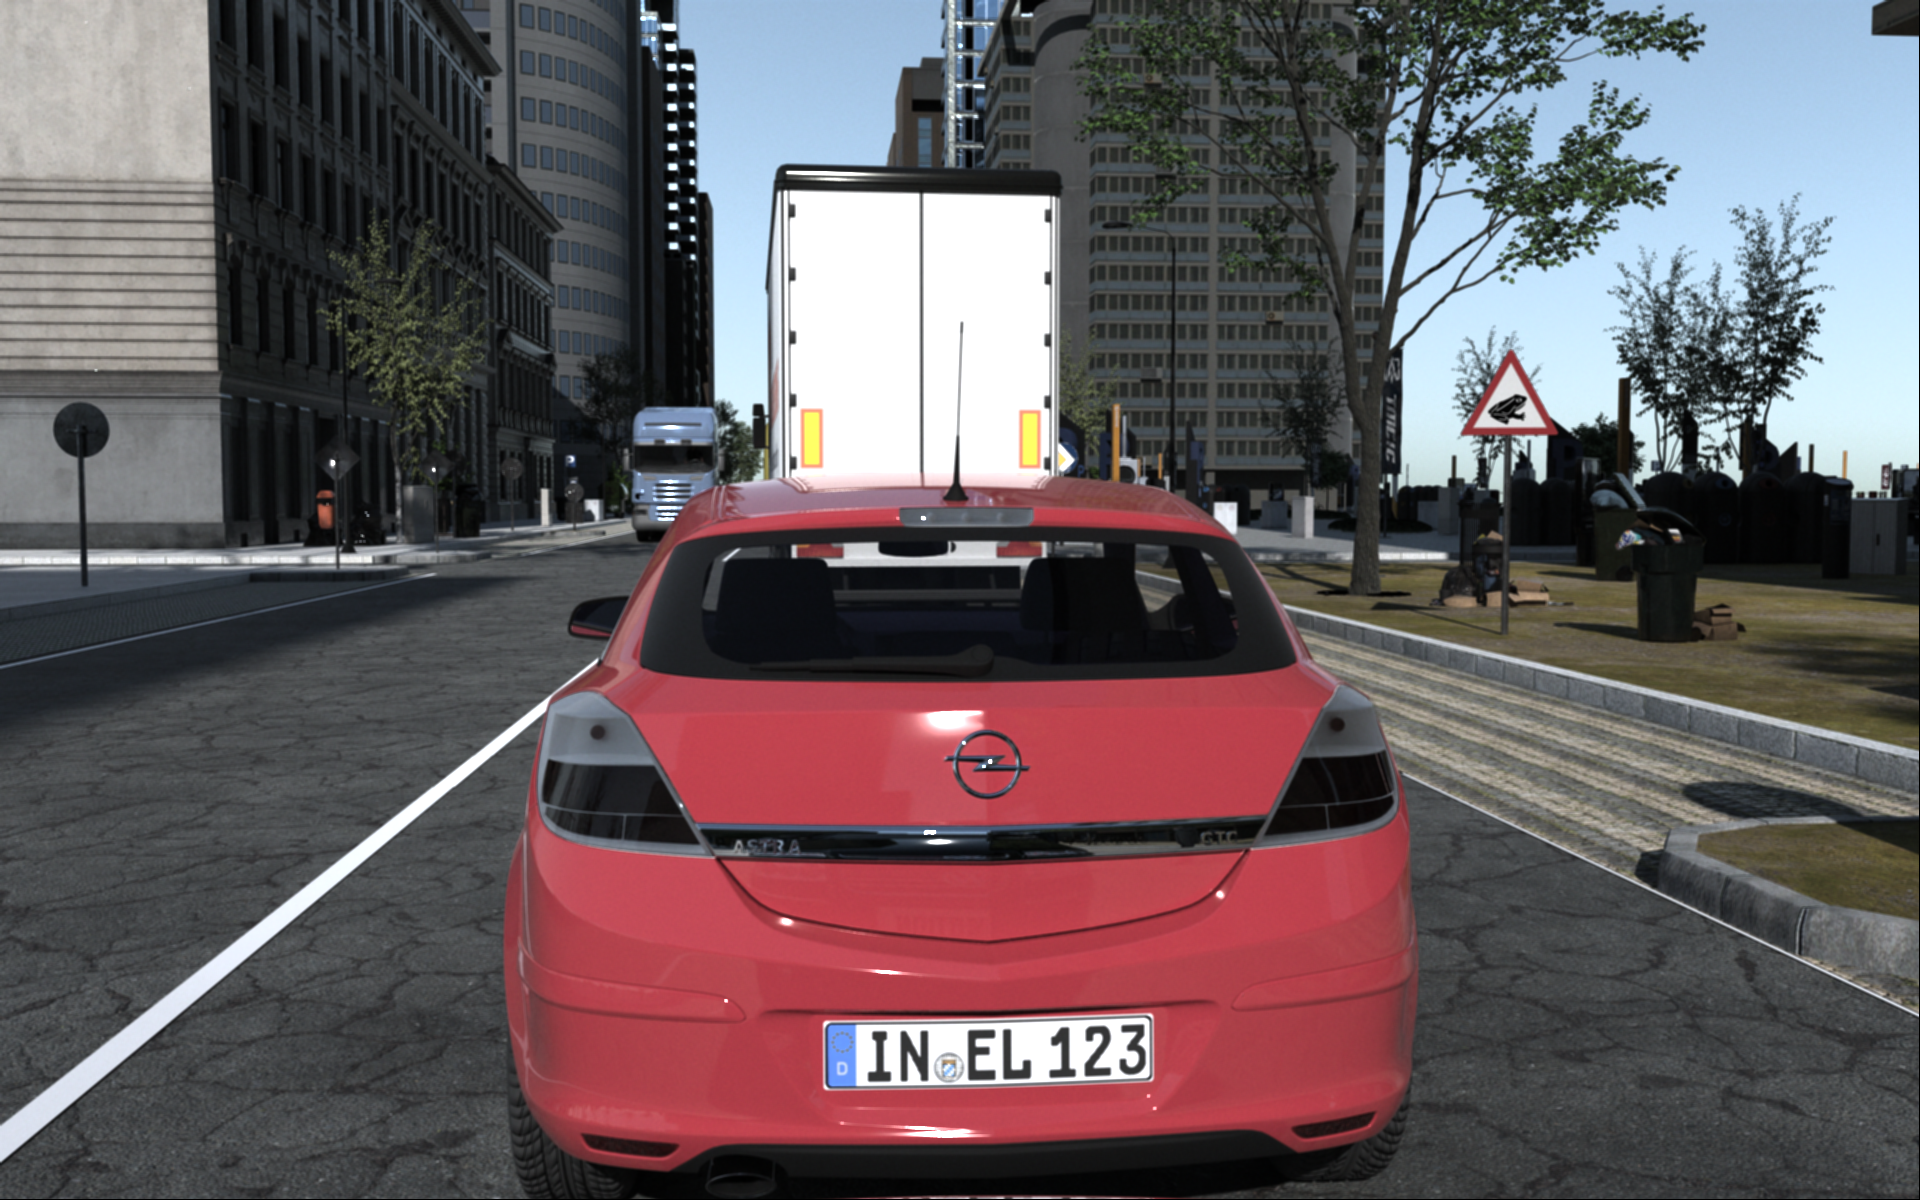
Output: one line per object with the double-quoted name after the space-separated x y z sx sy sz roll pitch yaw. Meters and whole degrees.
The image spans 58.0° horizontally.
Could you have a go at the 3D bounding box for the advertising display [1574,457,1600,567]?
11.148 -1.565 30.799 0.123 1.923 0.974 3 4 38 "advertising display"

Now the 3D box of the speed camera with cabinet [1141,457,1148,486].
9.370 -6.027 92.878 0.660 3.252 2.038 -1 4 -23 "speed camera with cabinet"

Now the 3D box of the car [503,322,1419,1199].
-0.117 0.245 5.041 2.155 1.783 4.494 0 4 -4 "car"

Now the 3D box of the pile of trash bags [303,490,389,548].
-15.303 -2.021 42.801 1.912 1.369 3.447 0 4 -8 "pile of trash bags"

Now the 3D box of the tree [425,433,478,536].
-15.959 -3.600 53.463 1.663 3.219 1.824 0 3 0 "tree"

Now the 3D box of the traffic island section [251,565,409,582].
-10.629 -0.444 29.540 2.009 0.180 2.903 0 4 -5 "traffic island section"

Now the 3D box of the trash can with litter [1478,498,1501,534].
16.846 -2.681 55.225 0.624 1.170 1.055 2 4 25 "trash can with litter"

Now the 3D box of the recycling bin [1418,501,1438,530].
16.834 -3.014 61.838 0.722 1.027 0.722 -3 5 -44 "recycling bin"

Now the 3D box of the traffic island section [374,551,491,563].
-11.334 -0.930 37.494 2.009 0.180 2.903 0 4 -5 "traffic island section"

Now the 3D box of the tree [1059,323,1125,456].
4.990 -7.645 75.350 4.737 8.622 4.395 0 3 0 "tree"

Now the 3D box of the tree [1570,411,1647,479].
25.406 -5.205 68.810 4.285 4.588 4.351 0 3 0 "tree"

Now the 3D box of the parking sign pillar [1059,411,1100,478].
2.974 -3.782 50.307 1.447 3.967 1.447 3 4 37 "parking sign pillar"

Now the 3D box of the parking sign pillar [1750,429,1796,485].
31.375 -4.842 67.632 1.447 3.967 1.447 -1 4 -14 "parking sign pillar"

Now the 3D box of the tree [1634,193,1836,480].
19.639 -5.664 42.976 4.360 8.622 3.978 0 3 0 "tree"

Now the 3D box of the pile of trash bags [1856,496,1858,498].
34.219 -3.404 65.416 3.447 1.369 1.912 0 4 -5 "pile of trash bags"

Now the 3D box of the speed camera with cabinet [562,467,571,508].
-20.981 -6.046 93.194 0.660 3.252 2.038 -1 4 -19 "speed camera with cabinet"

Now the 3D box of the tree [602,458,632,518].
-18.664 -6.018 92.988 1.663 3.219 1.824 0 3 0 "tree"

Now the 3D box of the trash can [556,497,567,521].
-19.178 -4.412 83.787 0.748 1.137 0.748 0 3 0 "trash can"

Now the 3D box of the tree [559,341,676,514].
-20.264 -10.402 104.492 8.767 10.594 7.601 1 4 18 "tree"

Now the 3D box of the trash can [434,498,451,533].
-17.028 -2.755 56.695 0.748 1.137 0.748 0 3 0 "trash can"

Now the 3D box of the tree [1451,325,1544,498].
23.579 -7.728 76.720 4.360 8.622 3.978 0 3 0 "tree"

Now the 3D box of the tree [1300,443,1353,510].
23.265 -7.724 110.008 4.285 4.588 4.351 0 3 0 "tree"

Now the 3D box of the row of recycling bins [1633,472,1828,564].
14.394 -1.529 32.115 3.534 1.692 1.069 0 4 -6 "row of recycling bins"

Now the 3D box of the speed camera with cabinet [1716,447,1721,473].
31.830 -4.840 73.475 0.660 3.252 2.038 1 4 16 "speed camera with cabinet"

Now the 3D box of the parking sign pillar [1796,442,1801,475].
43.141 -6.224 90.233 1.447 3.967 1.447 -1 4 -18 "parking sign pillar"

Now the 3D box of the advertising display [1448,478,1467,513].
19.949 -3.942 69.663 0.974 1.923 0.123 -3 5 -40 "advertising display"

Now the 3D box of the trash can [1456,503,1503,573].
8.467 -1.014 28.234 0.748 1.137 0.748 0 3 0 "trash can"

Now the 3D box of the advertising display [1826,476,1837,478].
30.888 -3.444 61.522 0.123 1.923 0.974 0 4 7 "advertising display"

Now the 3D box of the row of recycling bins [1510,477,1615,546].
15.299 -2.226 43.509 3.534 1.692 1.069 -1 4 -19 "row of recycling bins"

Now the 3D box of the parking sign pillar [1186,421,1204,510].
8.722 -4.642 64.367 1.447 3.967 1.447 1 4 19 "parking sign pillar"

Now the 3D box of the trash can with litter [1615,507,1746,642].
6.352 -0.235 15.225 1.055 1.170 0.624 -2 4 -25 "trash can with litter"

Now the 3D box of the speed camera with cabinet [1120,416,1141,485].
3.441 -3.012 43.580 2.038 3.252 0.660 0 4 4 "speed camera with cabinet"

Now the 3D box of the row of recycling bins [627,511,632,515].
-20.293 -6.215 108.728 1.069 1.692 3.534 -1 4 -16 "row of recycling bins"

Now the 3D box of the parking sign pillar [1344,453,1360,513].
26.137 -7.748 115.160 1.447 3.967 1.447 3 4 36 "parking sign pillar"

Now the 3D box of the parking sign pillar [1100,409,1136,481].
4.965 -4.047 54.644 1.447 3.967 1.447 -3 4 -36 "parking sign pillar"

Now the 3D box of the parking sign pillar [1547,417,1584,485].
21.337 -4.432 60.933 1.447 3.967 1.447 -1 4 -14 "parking sign pillar"

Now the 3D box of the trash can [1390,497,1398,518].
22.254 -4.732 89.025 0.748 1.137 0.748 0 3 0 "trash can"

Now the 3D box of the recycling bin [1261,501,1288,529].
11.697 -3.173 64.435 0.722 1.027 0.722 -1 4 -22 "recycling bin"

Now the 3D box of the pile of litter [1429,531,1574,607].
6.279 -0.371 20.024 1.719 0.858 1.176 0 4 7 "pile of litter"

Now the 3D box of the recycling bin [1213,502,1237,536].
8.197 -2.508 53.560 0.722 1.027 0.722 0 4 7 "recycling bin"

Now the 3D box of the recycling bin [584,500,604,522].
-16.948 -4.135 80.161 0.722 1.027 0.722 0 4 7 "recycling bin"

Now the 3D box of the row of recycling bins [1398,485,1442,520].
22.485 -4.719 84.271 1.069 1.692 3.534 -1 4 -17 "row of recycling bins"

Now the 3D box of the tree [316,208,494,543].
-14.626 -5.832 45.711 4.737 8.622 4.395 0 3 0 "tree"

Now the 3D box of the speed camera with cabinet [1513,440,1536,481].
21.155 -4.249 63.806 2.038 3.252 0.660 -3 5 -40 "speed camera with cabinet"

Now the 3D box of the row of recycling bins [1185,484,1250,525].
10.815 -4.010 72.678 1.069 1.692 3.534 -3 4 -36 "row of recycling bins"

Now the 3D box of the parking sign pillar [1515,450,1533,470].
34.324 -7.158 105.511 1.447 3.967 1.447 -1 4 -13 "parking sign pillar"
